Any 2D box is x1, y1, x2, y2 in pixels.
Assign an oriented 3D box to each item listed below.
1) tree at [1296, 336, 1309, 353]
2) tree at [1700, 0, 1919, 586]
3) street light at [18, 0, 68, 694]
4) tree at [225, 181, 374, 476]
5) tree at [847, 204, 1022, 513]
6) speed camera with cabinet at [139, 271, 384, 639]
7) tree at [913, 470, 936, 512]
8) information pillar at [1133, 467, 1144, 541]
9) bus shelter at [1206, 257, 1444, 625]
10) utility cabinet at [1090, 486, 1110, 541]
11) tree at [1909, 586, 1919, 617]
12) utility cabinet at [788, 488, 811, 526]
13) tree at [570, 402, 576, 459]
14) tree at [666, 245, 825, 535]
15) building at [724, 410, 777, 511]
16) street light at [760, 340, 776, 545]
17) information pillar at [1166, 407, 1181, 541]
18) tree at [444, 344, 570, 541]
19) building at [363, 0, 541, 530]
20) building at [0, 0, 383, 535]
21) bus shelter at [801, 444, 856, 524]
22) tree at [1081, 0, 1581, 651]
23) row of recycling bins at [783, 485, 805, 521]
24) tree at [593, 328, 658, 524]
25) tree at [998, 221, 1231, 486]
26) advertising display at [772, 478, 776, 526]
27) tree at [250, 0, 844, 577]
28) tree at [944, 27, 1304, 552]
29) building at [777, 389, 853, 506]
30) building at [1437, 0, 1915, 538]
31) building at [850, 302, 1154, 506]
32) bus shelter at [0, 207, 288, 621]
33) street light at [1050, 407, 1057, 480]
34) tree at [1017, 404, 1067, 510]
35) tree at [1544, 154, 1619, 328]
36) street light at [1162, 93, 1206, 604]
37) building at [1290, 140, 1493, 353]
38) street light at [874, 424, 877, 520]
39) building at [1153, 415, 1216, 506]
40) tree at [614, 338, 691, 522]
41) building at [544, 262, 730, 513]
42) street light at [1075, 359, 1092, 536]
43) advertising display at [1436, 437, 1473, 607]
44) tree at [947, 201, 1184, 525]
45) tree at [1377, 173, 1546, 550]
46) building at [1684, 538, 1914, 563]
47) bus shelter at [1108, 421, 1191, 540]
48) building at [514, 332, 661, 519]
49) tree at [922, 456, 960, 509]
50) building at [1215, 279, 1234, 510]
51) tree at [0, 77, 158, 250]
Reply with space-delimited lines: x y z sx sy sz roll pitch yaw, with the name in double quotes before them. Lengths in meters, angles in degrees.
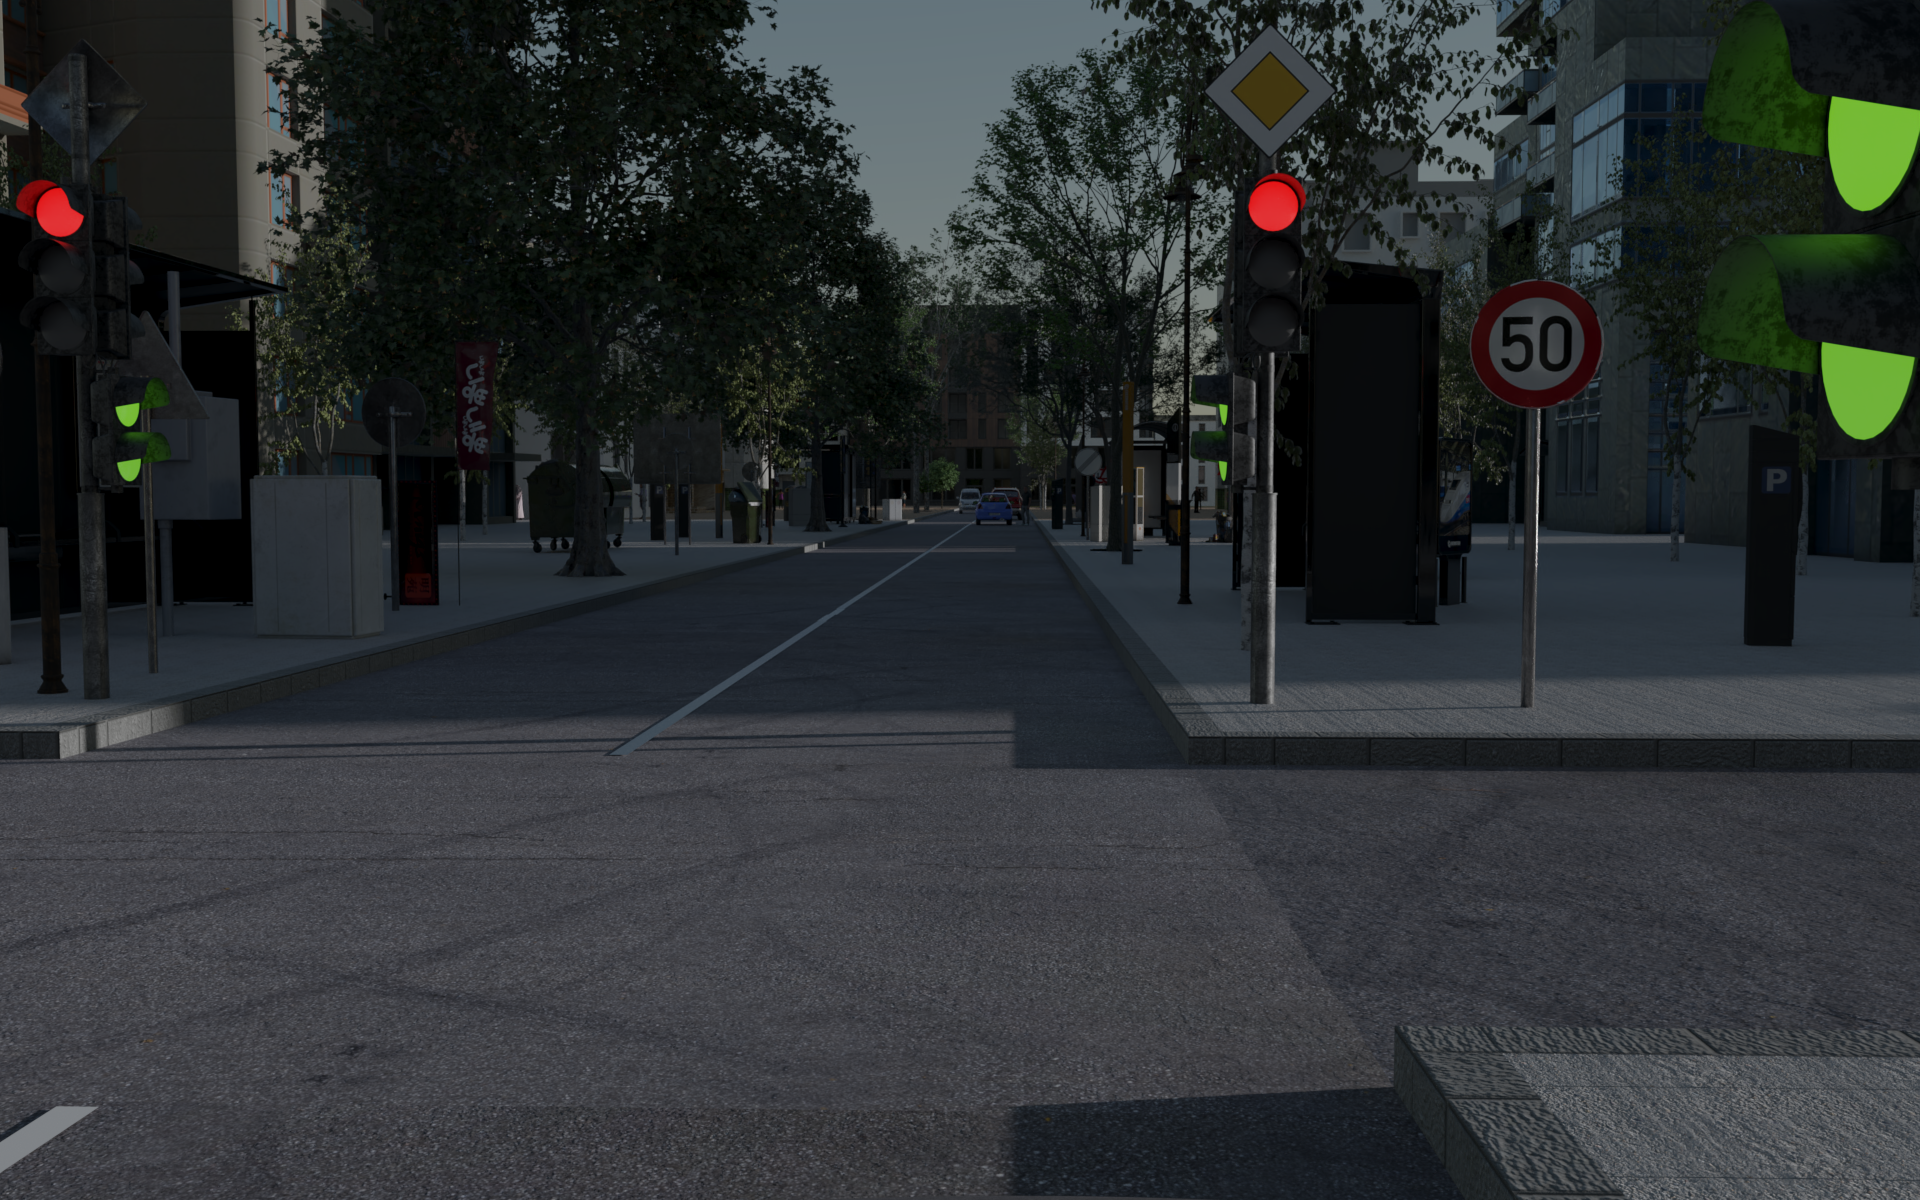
"tree" 15.204 -7.988 80.966 4.737 8.622 4.395 0 3 0
"tree" 13.050 -4.694 27.110 4.737 8.622 4.395 0 3 0
"street light" -5.860 -2.338 11.008 0.468 5.910 1.993 0 4 2
"tree" -14.739 -5.473 39.841 4.737 8.622 4.395 0 3 0
"tree" -2.211 -15.782 113.930 12.611 20.169 13.585 0 3 0
"speed camera with cabinet" -6.290 -1.300 15.589 2.038 3.252 0.660 0 4 8
"tree" -2.740 -8.141 127.711 1.663 3.219 1.824 0 3 0
"information pillar" 4.818 -2.624 47.398 0.304 2.012 0.304 -3 5 -43
"bus shelter" 4.028 -1.757 20.013 1.731 3.624 6.357 0 4 2
"utility cabinet" 3.964 -2.322 46.639 0.318 1.500 1.173 3 5 40
"tree" 9.794 -4.132 17.916 4.737 8.622 4.395 0 3 0
"utility cabinet" -6.198 -3.644 68.252 1.173 1.500 0.318 -3 5 -41
"tree" -14.971 -6.383 54.726 4.737 8.622 4.395 0 3 0
"tree" -5.497 -5.918 47.115 4.737 8.622 4.395 0 3 0
"building" -32.000 -16.793 141.027 31.486 18.905 16.747 0 4 2
"street light" -4.807 -4.338 43.720 0.468 5.910 1.993 0 4 2
"information pillar" 5.764 -3.380 46.616 0.183 3.616 0.504 -3 4 -36
"tree" -13.325 -5.914 47.058 4.737 8.622 4.395 0 3 0
"building" -29.531 -25.243 67.349 22.147 44.769 28.867 0 4 2
"building" -32.207 -11.875 39.198 27.650 21.520 28.899 0 4 2
"bus shelter" -5.698 -5.904 74.168 2.179 5.291 8.768 0 4 2
"tree" 2.625 -3.894 14.033 4.360 8.622 3.978 0 3 0
"row of recycling bins" -7.337 -4.541 81.361 1.069 1.692 3.534 -2 4 -27
"tree" -13.188 -6.748 60.696 4.737 8.622 4.395 0 3 0
"tree" 5.203 -7.597 58.627 8.767 10.594 7.601 1 4 11
"advertising display" -7.569 -3.956 69.902 0.123 1.923 0.974 -1 4 -15
"tree" -5.929 -6.724 26.942 9.611 12.733 9.660 0 3 0
"tree" 3.660 -6.898 38.536 9.928 11.665 9.643 0 3 0
"building" -27.899 -19.997 193.412 31.486 18.905 16.747 0 4 2
"building" 30.423 -46.167 67.499 22.319 86.520 31.000 0 4 2
"building" 4.696 -21.624 197.525 32.646 21.610 27.936 0 4 2
"bus shelter" -8.617 -1.561 16.809 1.731 3.624 6.357 0 4 2
"street light" 4.684 -6.876 85.206 0.468 5.910 1.993 0 4 2
"tree" 6.420 -11.369 136.242 4.737 8.622 4.395 0 3 0
"tree" 13.874 -5.041 32.782 4.737 8.622 4.395 0 3 0
"street light" 2.624 -2.890 20.042 0.468 5.910 1.993 0 4 2
"building" 27.071 -14.803 98.455 16.016 20.091 11.380 0 4 2
"street light" -3.739 -6.344 76.520 0.468 5.910 1.993 0 4 2
"building" 34.742 -15.022 187.758 28.070 9.664 9.099 0 4 2
"tree" -14.344 -7.909 79.683 4.360 8.622 3.978 0 3 0
"building" -24.675 -16.153 120.520 16.016 20.091 11.380 0 4 2
"street light" 3.734 -4.866 52.345 0.468 5.910 1.993 0 4 2
"advertising display" 5.673 -0.906 20.021 0.123 1.923 0.974 3 4 38
"tree" 4.531 -9.903 72.284 12.009 13.543 11.850 0 3 0
"tree" 12.434 -5.456 39.566 4.737 8.622 4.395 0 3 0
"building" 32.762 -44.017 32.345 31.000 86.520 22.319 0 4 2
"bus shelter" 5.439 -3.460 50.487 2.014 3.302 5.546 0 4 2
"building" -21.886 -9.719 101.051 9.099 9.664 28.070 0 4 2
"tree" -1.624 -10.099 148.834 4.285 4.588 4.351 0 3 0
"building" 29.648 -16.207 131.437 16.747 18.905 31.486 0 4 2
"tree" -16.098 -4.874 30.047 4.737 8.622 4.395 0 3 0
